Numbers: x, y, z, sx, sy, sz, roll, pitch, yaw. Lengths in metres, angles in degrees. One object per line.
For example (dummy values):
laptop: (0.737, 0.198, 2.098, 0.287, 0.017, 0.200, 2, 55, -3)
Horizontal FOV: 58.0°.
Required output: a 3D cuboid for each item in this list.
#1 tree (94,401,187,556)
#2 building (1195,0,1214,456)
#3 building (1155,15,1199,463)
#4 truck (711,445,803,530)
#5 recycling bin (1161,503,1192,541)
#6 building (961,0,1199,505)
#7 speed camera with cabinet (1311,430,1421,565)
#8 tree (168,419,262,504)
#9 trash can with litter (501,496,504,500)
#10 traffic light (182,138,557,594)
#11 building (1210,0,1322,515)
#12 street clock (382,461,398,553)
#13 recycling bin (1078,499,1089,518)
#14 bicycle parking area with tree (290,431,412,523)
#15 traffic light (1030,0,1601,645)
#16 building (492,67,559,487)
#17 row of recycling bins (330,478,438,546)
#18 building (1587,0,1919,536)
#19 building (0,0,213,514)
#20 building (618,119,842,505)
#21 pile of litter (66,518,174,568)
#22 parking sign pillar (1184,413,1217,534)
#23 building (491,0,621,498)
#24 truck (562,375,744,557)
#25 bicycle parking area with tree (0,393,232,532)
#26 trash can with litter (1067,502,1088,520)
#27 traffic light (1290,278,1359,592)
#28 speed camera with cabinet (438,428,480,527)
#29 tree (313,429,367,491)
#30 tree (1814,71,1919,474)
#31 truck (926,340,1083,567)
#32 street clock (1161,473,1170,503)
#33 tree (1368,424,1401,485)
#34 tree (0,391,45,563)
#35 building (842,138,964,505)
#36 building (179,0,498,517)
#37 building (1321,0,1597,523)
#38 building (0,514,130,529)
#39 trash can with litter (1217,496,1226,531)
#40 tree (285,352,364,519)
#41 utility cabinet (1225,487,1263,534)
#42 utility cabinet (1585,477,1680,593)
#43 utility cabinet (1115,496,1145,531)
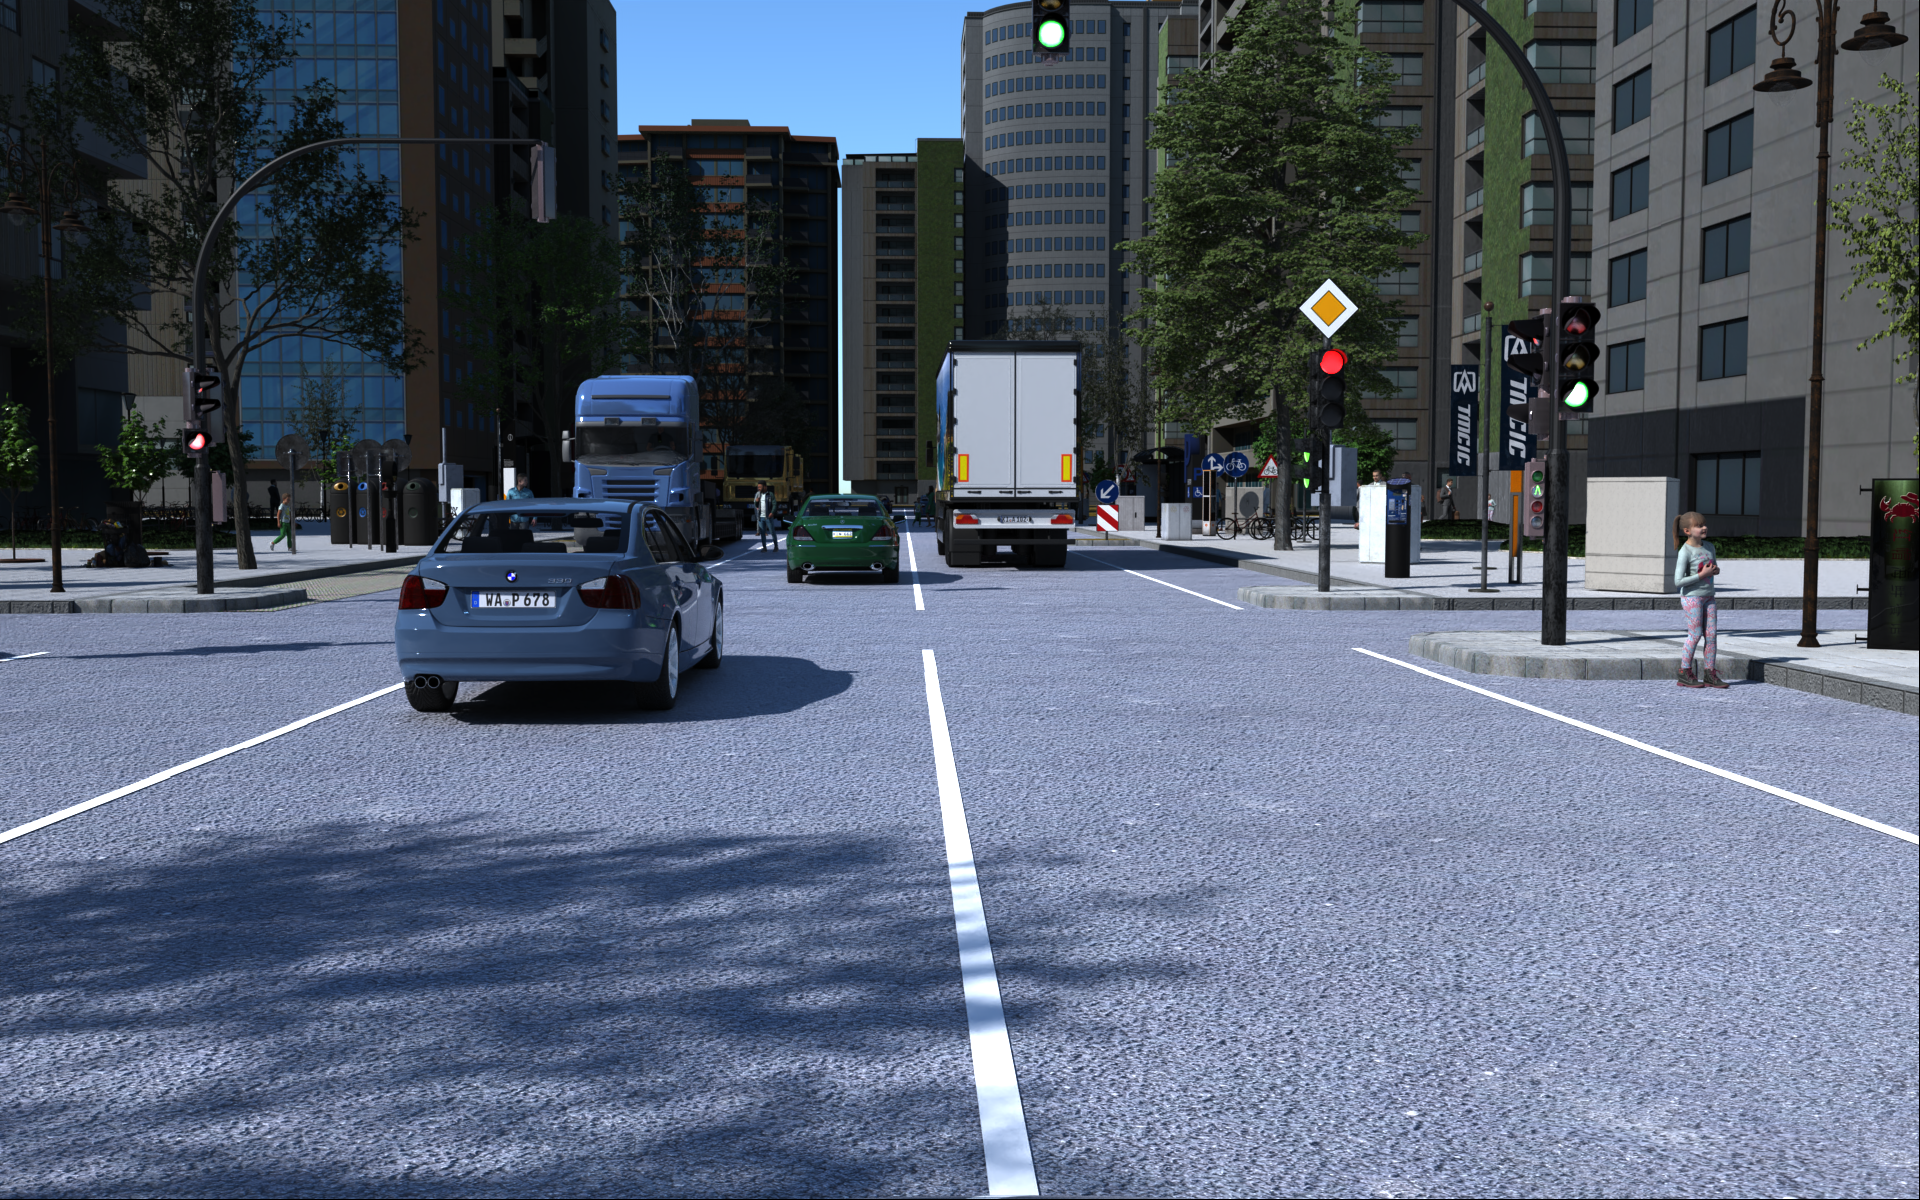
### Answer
tree: (-17.373, -2.557, 36.409, 1.663, 3.219, 1.824, 0, 3, 0)
building: (28.098, -42.543, 133.837, 20.563, 71.187, 20.611, 0, 4, -2)
building: (24.065, -28.663, 152.234, 14.154, 41.232, 14.086, 0, 4, -2)
truck: (-8.054, -4.605, 71.222, 3.469, 3.379, 9.791, 0, 4, -1)
recycling bin: (6.002, -2.167, 47.977, 0.722, 1.027, 0.722, 0, 4, -6)
building: (14.474, -40.599, 205.791, 28.212, 58.520, 21.231, 0, 4, -2)
speed camera with cabinet: (7.517, -2.308, 32.072, 0.660, 3.252, 2.038, -3, 5, -44)
tree: (-29.099, -5.137, 67.710, 4.285, 4.588, 4.351, 0, 3, 0)
trash can with litter: (-16.530, -3.223, 63.753, 2.233, 1.210, 1.678, 1, 4, 22)
traffic light: (-7.598, -2.911, 22.262, 4.771, 5.953, 1.251, 0, 4, -2)
building: (29.047, -29.956, 113.482, 21.300, 48.544, 21.600, 0, 4, -2)
street clock: (-12.481, -2.041, 37.948, 0.358, 2.002, 0.471, 0, 4, -5)
recycling bin: (6.581, -5.025, 94.716, 0.722, 1.027, 0.722, -3, 5, -44)
bicycle parking area with tree: (-27.624, -5.752, 81.045, 9.016, 4.147, 8.231, 3, 5, 40)
traffic light: (2.947, -2.434, 14.464, 4.771, 5.953, 1.251, 0, 4, -2)
building: (-35.836, -21.156, 117.610, 14.160, 30.474, 14.107, 0, 4, -2)
row of recycling bins: (-14.623, -2.254, 43.967, 3.534, 1.692, 1.069, 2, 4, 30)
building: (30.943, -37.082, 44.547, 20.611, 71.187, 20.563, 0, 4, -2)
building: (-65.791, -33.886, 143.279, 27.495, 52.752, 28.713, 0, 4, -2)
building: (-28.689, -33.681, 205.315, 28.867, 44.769, 22.147, 0, 4, -2)
pile of litter: (-14.803, -1.012, 30.510, 1.719, 0.858, 1.176, 1, 4, 13)
parking sign pillar: (7.557, -4.112, 55.704, 1.447, 3.967, 1.447, 0, 4, -2)
building: (-41.372, -32.045, 147.633, 21.600, 48.544, 21.300, 0, 4, -2)
truck: (-7.462, -3.386, 45.118, 2.967, 4.110, 18.799, 0, 4, -3)
bicycle parking area with tree: (-26.111, -3.825, 49.544, 8.231, 4.147, 9.016, 1, 4, 17)
trash can with litter: (5.756, -4.475, 84.546, 1.055, 1.170, 0.624, 2, 4, 32)
traffic light: (4.767, -2.063, 22.656, 0.839, 4.253, 0.868, 0, 4, -2)
speed camera with cabinet: (-14.845, -3.486, 51.338, 0.660, 3.252, 2.038, -2, 4, -35)
tree: (-18.451, -3.498, 51.791, 1.663, 3.219, 1.824, 0, 3, 0)
tree: (16.033, -4.751, 28.044, 4.737, 8.622, 4.395, 0, 3, 0)
truck: (0.776, -2.953, 37.194, 2.839, 4.237, 11.283, 0, 4, -2)
street clock: (7.015, -3.348, 59.309, 0.358, 2.002, 0.471, 2, 4, 28)
tree: (16.990, -5.476, 73.250, 4.285, 4.588, 4.351, 0, 3, 0)
tree: (-17.835, -2.328, 32.665, 1.663, 3.219, 1.824, 0, 3, 0)
building: (-6.693, -31.699, 201.871, 14.086, 41.232, 14.154, 0, 4, -2)
building: (-36.345, -27.700, 103.004, 14.600, 45.320, 14.200, 0, 4, -2)
building: (26.163, -24.923, 91.091, 14.154, 41.232, 14.086, 0, 4, -2)
building: (-45.539, -28.635, 57.417, 28.713, 52.752, 27.495, 0, 4, -2)
trash can with litter: (9.071, -3.019, 60.415, 2.233, 1.210, 1.678, 3, 5, 39)
tree: (-33.395, -8.577, 90.598, 4.360, 8.622, 3.978, 0, 3, 0)
utility cabinet: (9.008, -2.825, 54.870, 1.173, 1.500, 0.318, 1, 4, 11)
utility cabinet: (8.783, -0.854, 22.640, 0.318, 1.500, 1.173, -2, 4, -34)
utility cabinet: (5.927, -3.011, 60.392, 1.020, 1.237, 0.306, 0, 4, 4)
